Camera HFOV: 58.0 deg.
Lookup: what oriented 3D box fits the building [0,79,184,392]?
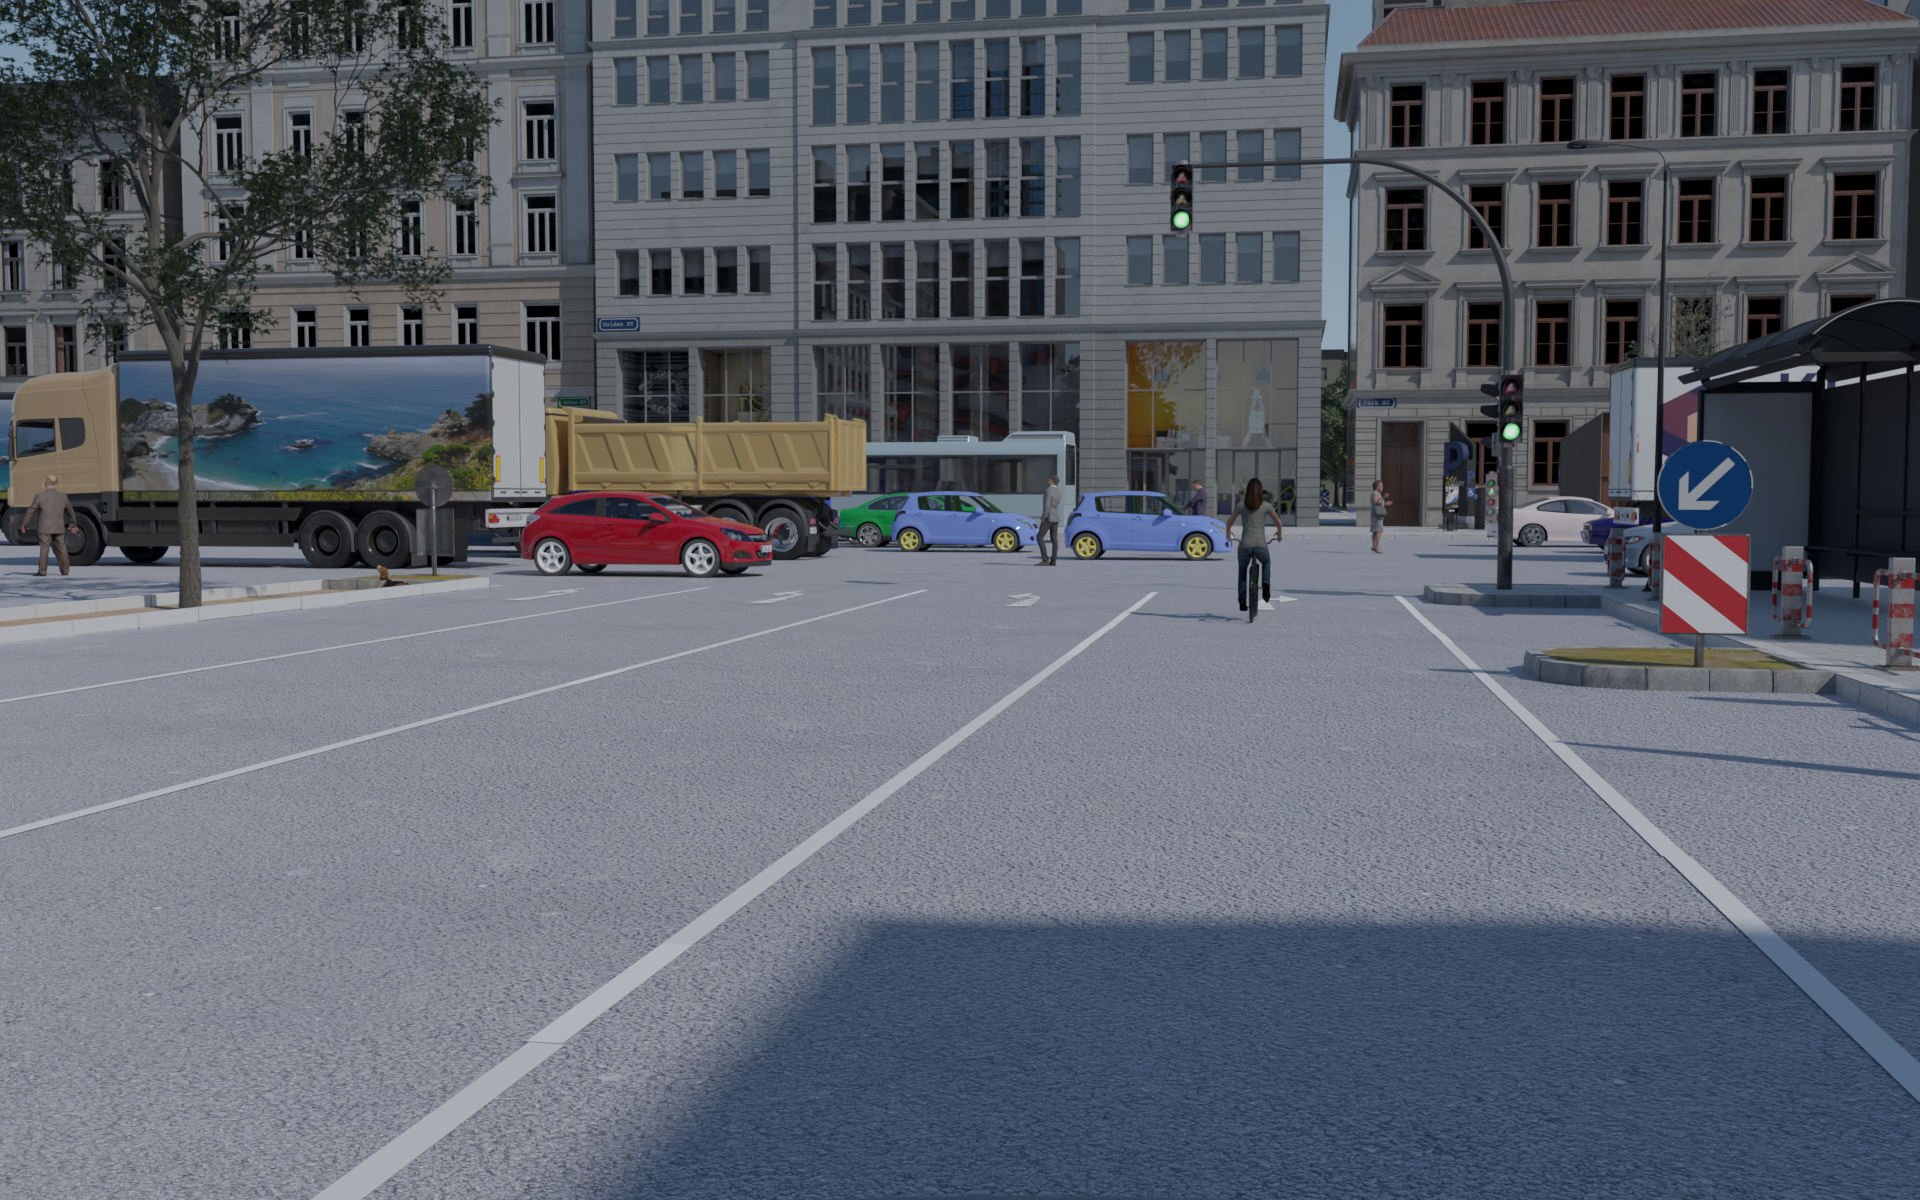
[{"bbox_3d":[-54.669,-14.299,84.693,40.483,20.767,10.553,1,4,11],"label":"building"}]

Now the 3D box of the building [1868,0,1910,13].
[{"bbox_3d":[83.512,-37.072,148.120,28.212,58.520,21.231,1,4,11],"label":"building"}]

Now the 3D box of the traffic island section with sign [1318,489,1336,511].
[{"bbox_3d":[30.306,-8.297,144.284,1.989,1.847,2.006,1,4,11],"label":"traffic island section with sign"}]

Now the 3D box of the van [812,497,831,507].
[{"bbox_3d":[-6.124,-2.588,46.693,5.245,2.365,2.240,1,4,12],"label":"van"}]

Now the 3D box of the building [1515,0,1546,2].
[{"bbox_3d":[47.657,-27.155,127.577,14.154,41.232,14.086,1,4,11],"label":"building"}]

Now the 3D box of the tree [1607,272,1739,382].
[{"bbox_3d":[24.093,-6.585,58.031,4.360,8.622,3.978,0,3,0],"label":"tree"}]

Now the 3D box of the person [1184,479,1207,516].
[{"bbox_3d":[5.342,-1.868,39.486,0.568,1.767,0.683,1,4,13],"label":"person"}]

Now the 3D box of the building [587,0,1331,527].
[{"bbox_3d":[0.390,-18.131,73.927,29.804,29.767,11.434,1,4,11],"label":"building"}]

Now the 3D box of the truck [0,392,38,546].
[{"bbox_3d":[-27.736,-3.676,49.021,11.283,4.237,2.839,1,4,10],"label":"truck"}]

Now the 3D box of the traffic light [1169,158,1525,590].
[{"bbox_3d":[5.235,-2.985,23.472,4.771,5.953,1.251,1,4,11],"label":"traffic light"}]

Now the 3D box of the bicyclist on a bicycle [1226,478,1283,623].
[{"bbox_3d":[3.344,-0.593,19.714,1.499,1.676,1.625,1,4,12],"label":"bicyclist on a bicycle"}]

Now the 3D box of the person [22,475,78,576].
[{"bbox_3d":[-15.936,-1.299,30.293,0.434,1.755,0.990,3,4,37],"label":"person"}]

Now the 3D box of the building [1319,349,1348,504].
[{"bbox_3d":[41.139,-24.041,238.110,28.899,21.520,27.650,1,4,11],"label":"building"}]

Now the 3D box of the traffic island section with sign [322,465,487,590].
[{"bbox_3d":[-8.347,-1.126,26.539,2.006,1.907,1.989,1,4,11],"label":"traffic island section with sign"}]

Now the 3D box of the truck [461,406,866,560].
[{"bbox_3d":[-7.139,-2.645,39.169,9.791,3.379,3.469,1,4,12],"label":"truck"}]

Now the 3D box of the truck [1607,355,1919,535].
[{"bbox_3d":[19.493,-2.866,35.767,11.283,4.237,2.839,1,4,10],"label":"truck"}]

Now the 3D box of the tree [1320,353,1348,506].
[{"bbox_3d":[31.368,-13.204,132.899,9.611,12.733,9.660,0,3,0],"label":"tree"}]

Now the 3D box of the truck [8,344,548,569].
[{"bbox_3d":[-13.989,-2.795,34.619,11.283,4.237,2.839,1,4,11],"label":"truck"}]

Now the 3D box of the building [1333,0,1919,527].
[{"bbox_3d":[26.005,-14.315,70.204,21.152,22.565,11.583,1,4,11],"label":"building"}]

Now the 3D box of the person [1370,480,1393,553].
[{"bbox_3d":[10.163,-2.018,41.857,0.532,1.782,0.716,1,4,20],"label":"person"}]

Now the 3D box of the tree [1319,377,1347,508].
[{"bbox_3d":[35.703,-14.587,160.553,6.751,12.117,7.091,0,3,0],"label":"tree"}]

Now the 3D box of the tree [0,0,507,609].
[{"bbox_3d":[-9.263,-5.150,21.064,8.767,10.594,7.601,1,4,11],"label":"tree"}]

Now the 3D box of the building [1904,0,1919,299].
[{"bbox_3d":[45.100,-13.212,65.168,18.267,20.994,9.793,1,4,11],"label":"building"}]

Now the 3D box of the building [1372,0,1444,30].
[{"bbox_3d":[64.714,-48.306,228.057,20.611,71.187,20.563,1,4,11],"label":"building"}]

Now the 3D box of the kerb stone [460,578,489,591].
[{"bbox_3d":[-7.377,-0.238,26.090,0.120,0.150,1.000,1,4,11],"label":"kerb stone"}]

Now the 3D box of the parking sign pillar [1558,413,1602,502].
[{"bbox_3d":[20.757,-4.255,58.040,1.447,3.967,1.447,1,4,11],"label":"parking sign pillar"}]

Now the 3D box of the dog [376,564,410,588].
[{"bbox_3d":[-8.237,-0.299,25.080,0.550,0.427,0.748,-3,5,-41],"label":"dog"}]

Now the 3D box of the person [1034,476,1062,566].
[{"bbox_3d":[1.768,-1.583,34.571,0.592,1.802,0.473,-3,5,-39],"label":"person"}]

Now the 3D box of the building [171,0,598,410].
[{"bbox_3d":[-23.839,-18.033,80.737,20.117,28.700,13.634,1,4,11],"label":"building"}]

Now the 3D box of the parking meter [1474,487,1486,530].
[{"bbox_3d":[18.802,-3.316,62.634,0.372,1.533,0.369,0,3,0],"label":"parking meter"}]

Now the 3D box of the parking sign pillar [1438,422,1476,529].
[{"bbox_3d":[18.445,-4.618,63.977,1.447,3.967,1.447,-2,4,-25],"label":"parking sign pillar"}]

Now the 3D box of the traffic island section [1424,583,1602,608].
[{"bbox_3d":[7.344,-0.064,23.330,2.009,0.180,2.903,1,4,11],"label":"traffic island section"}]

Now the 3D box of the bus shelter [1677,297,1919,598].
[{"bbox_3d":[10.171,-1.630,20.582,2.014,3.302,5.546,1,4,11],"label":"bus shelter"}]

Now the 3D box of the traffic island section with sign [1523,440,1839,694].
[{"bbox_3d":[5.502,-0.298,13.496,1.989,1.847,2.006,1,4,11],"label":"traffic island section with sign"}]
